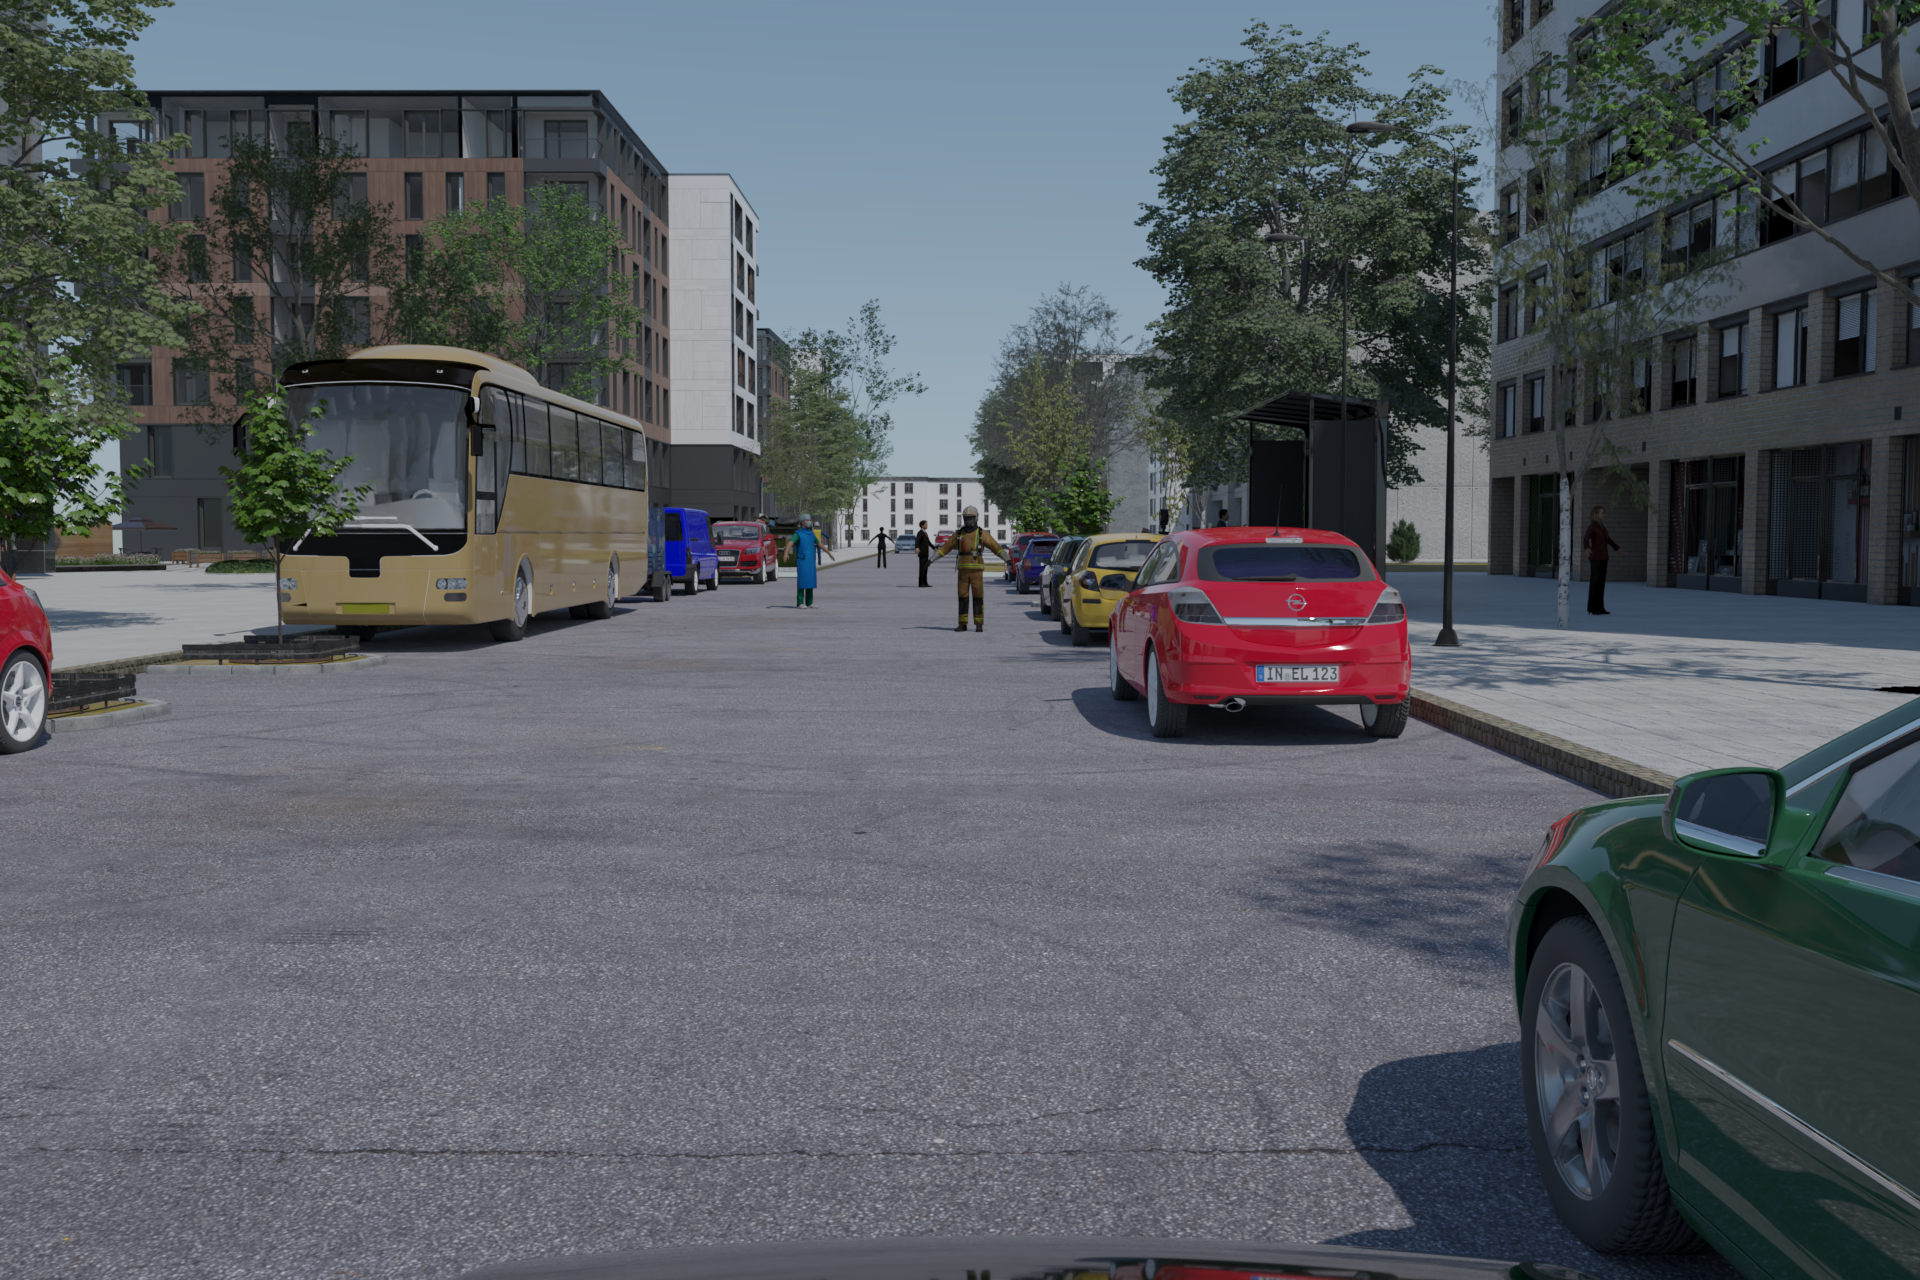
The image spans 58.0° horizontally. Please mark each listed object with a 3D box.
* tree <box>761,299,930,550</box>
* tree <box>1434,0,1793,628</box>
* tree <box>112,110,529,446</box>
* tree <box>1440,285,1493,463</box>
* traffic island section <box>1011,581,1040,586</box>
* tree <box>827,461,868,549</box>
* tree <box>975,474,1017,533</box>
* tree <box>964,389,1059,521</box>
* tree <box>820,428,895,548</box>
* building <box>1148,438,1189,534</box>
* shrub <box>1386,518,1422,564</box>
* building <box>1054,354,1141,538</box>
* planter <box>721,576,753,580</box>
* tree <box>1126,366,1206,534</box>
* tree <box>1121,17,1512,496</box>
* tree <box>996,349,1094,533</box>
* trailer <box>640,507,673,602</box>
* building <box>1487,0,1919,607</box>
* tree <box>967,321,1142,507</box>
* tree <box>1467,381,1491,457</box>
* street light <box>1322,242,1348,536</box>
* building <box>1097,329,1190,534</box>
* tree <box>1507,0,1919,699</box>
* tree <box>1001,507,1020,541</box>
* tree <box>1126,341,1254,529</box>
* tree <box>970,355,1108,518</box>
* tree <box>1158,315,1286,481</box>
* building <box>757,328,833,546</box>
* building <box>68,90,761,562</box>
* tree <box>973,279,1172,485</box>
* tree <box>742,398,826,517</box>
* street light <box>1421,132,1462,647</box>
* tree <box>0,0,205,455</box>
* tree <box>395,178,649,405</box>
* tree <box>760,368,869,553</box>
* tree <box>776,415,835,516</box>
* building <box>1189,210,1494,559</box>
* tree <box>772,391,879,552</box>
[{"bbox_3d":[-9.277,-17.346,139.490,12.611,20.169,13.585,0,3,0],"label":"tree"},{"bbox_3d":[8.096,-4.478,23.580,4.360,8.622,3.978,0,3,0],"label":"tree"},{"bbox_3d":[-13.742,-6.335,37.991,8.767,10.594,7.601,-2,4,-31],"label":"tree"},{"bbox_3d":[21.722,-8.472,64.269,9.928,11.665,9.643,0,3,0],"label":"tree"},{"bbox_3d":[2.424,-1.579,48.678,1.991,0.108,1.994,0,4,0],"label":"traffic island section"},{"bbox_3d":[-10.348,-12.296,151.403,4.737,8.622,4.395,0,3,0],"label":"tree"},{"bbox_3d":[4.832,-13.402,153.527,8.767,10.594,7.601,3,4,38],"label":"tree"},{"bbox_3d":[5.075,-13.768,131.756,9.857,13.997,8.962,0,3,0],"label":"tree"},{"bbox_3d":[-10.331,-14.561,163.831,9.928,11.665,9.643,0,3,0],"label":"tree"},{"bbox_3d":[20.894,-11.917,136.989,9.099,9.664,28.070,0,4,0],"label":"building"},{"bbox_3d":[19.280,-4.336,75.310,1.690,2.028,1.600,0,3,0],"label":"shrub"},{"bbox_3d":[24.130,-22.558,212.800,27.936,21.610,32.646,0,4,0],"label":"building"},{"bbox_3d":[-7.294,-2.071,55.005,1.991,0.319,1.994,0,4,1],"label":"planter"},{"bbox_3d":[8.796,-7.586,74.399,4.360,8.622,3.978,0,3,0],"label":"tree"},{"bbox_3d":[8.579,-8.316,42.625,9.857,13.997,8.962,0,3,0],"label":"tree"},{"bbox_3d":[3.527,-7.205,68.163,4.737,8.622,4.395,0,3,0],"label":"tree"},{"bbox_3d":[-6.930,-1.770,35.989,1.471,1.999,3.904,0,3,0],"label":"trailer"},{"bbox_3d":[26.272,-13.679,30.229,21.656,26.213,47.522,0,4,0],"label":"building"},{"bbox_3d":[5.223,-11.559,99.364,12.009,13.543,11.850,0,3,0],"label":"tree"},{"bbox_3d":[25.748,-8.495,73.303,8.767,10.594,7.601,1,4,19],"label":"tree"},{"bbox_3d":[6.506,-3.326,26.928,1.470,5.913,1.316,0,3,0],"label":"street light"},{"bbox_3d":[24.066,-21.395,180.738,19.493,23.208,18.063,0,4,0],"label":"building"},{"bbox_3d":[7.898,-5.370,13.556,9.928,11.665,9.643,0,3,0],"label":"tree"},{"bbox_3d":[4.925,-13.036,163.503,4.737,8.622,4.395,0,3,0],"label":"tree"},{"bbox_3d":[7.693,-6.454,55.882,4.737,8.622,4.395,0,3,0],"label":"tree"},{"bbox_3d":[5.407,-12.862,116.954,9.857,13.997,8.962,0,3,0],"label":"tree"},{"bbox_3d":[11.371,-8.097,66.805,7.601,10.594,8.767,2,4,25],"label":"tree"},{"bbox_3d":[-29.131,-21.057,188.255,27.936,21.610,32.646,0,4,1],"label":"building"},{"bbox_3d":[-26.993,-15.436,96.353,27.936,21.610,32.646,0,4,0],"label":"building"},{"bbox_3d":[5.704,-10.579,83.333,12.009,13.543,11.850,0,3,0],"label":"tree"},{"bbox_3d":[-10.183,-8.808,94.366,4.360,8.622,3.978,0,3,0],"label":"tree"},{"bbox_3d":[6.126,-2.882,19.661,1.470,5.913,1.316,0,4,0],"label":"street light"},{"bbox_3d":[-13.473,-6.280,20.797,7.486,12.596,7.792,0,3,0],"label":"tree"},{"bbox_3d":[-12.759,-7.630,50.500,9.928,11.665,9.643,0,3,0],"label":"tree"},{"bbox_3d":[-10.182,-12.286,119.009,7.486,12.596,7.792,0,3,0],"label":"tree"},{"bbox_3d":[-9.778,-9.614,107.554,4.360,8.622,3.978,0,3,0],"label":"tree"},{"bbox_3d":[24.164,-14.491,103.388,16.747,18.905,31.486,0,3,0],"label":"building"},{"bbox_3d":[-9.717,-12.333,127.392,9.928,11.665,9.643,0,3,0],"label":"tree"}]
